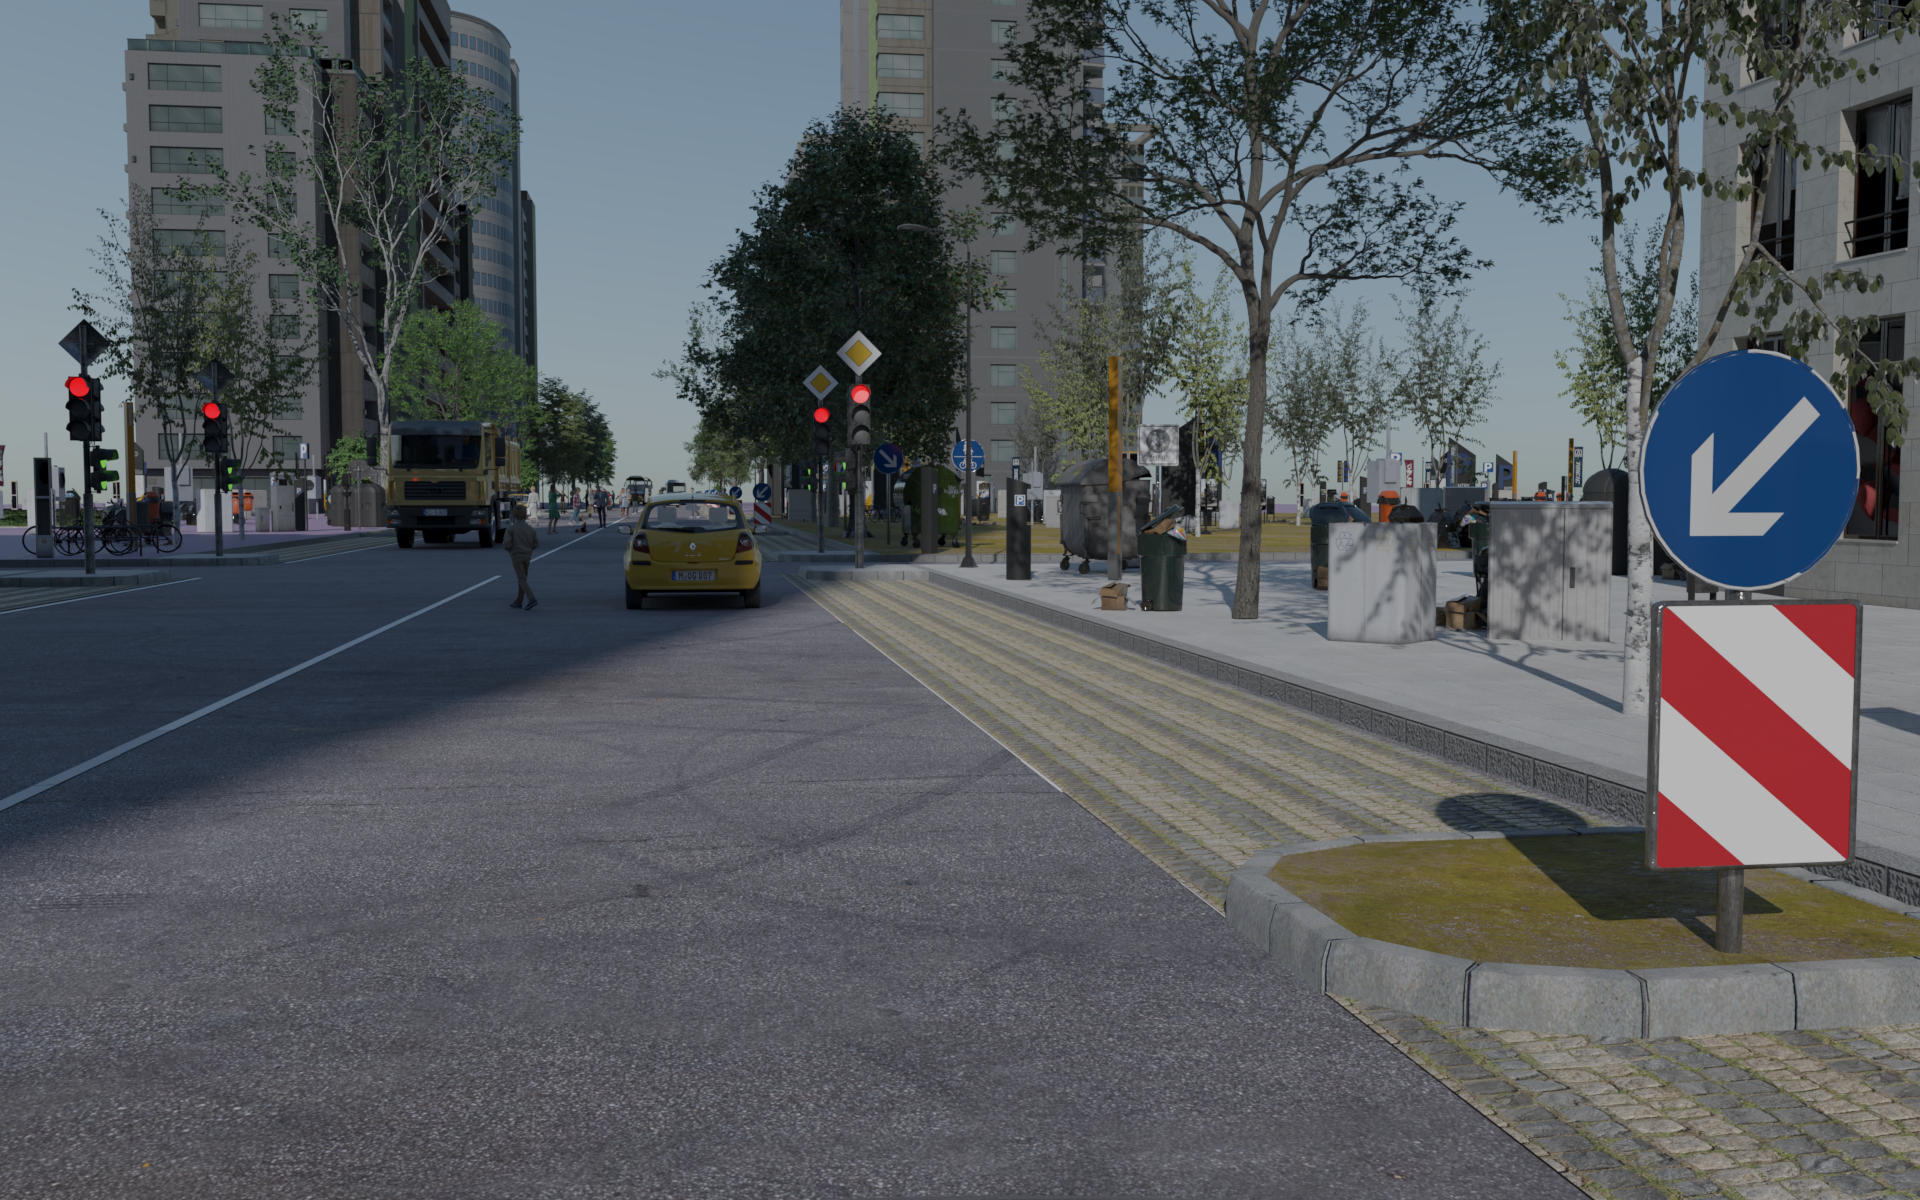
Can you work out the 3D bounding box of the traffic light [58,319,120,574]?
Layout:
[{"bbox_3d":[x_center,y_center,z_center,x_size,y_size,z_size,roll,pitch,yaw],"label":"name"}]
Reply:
[{"bbox_3d":[-14.005,-2.379,27.810,0.839,4.253,0.868,-1,4,-9],"label":"traffic light"}]

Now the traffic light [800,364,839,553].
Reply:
[{"bbox_3d":[-3.049,-2.984,37.704,0.839,4.253,0.868,-1,4,-9],"label":"traffic light"}]

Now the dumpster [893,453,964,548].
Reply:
[{"bbox_3d":[-0.749,-2.402,41.763,1.502,2.255,1.985,-1,4,-9],"label":"dumpster"}]

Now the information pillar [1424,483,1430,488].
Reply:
[{"bbox_3d":[31.406,-6.858,116.617,0.304,2.012,0.304,0,4,-5],"label":"information pillar"}]

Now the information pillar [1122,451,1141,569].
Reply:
[{"bbox_3d":[2.911,-1.551,29.851,0.304,2.012,0.304,-3,4,-36],"label":"information pillar"}]

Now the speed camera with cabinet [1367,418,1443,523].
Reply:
[{"bbox_3d":[11.655,-3.118,45.316,2.038,3.252,0.660,-1,4,-22],"label":"speed camera with cabinet"}]

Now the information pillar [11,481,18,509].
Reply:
[{"bbox_3d":[-53.464,-5.716,97.943,0.304,2.012,0.304,-1,4,-20],"label":"information pillar"}]

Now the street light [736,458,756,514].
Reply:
[{"bbox_3d":[-13.990,-8.636,113.734,1.470,5.913,1.316,-1,4,-9],"label":"street light"}]

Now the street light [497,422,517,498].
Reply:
[{"bbox_3d":[-29.142,-8.486,111.284,1.470,5.913,1.316,-1,4,-9],"label":"street light"}]

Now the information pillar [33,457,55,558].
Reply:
[{"bbox_3d":[-18.409,-1.854,34.805,0.304,2.012,0.304,-1,4,-22],"label":"information pillar"}]

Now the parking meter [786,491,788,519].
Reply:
[{"bbox_3d":[-8.714,-4.914,88.749,0.372,1.533,0.369,0,3,0],"label":"parking meter"}]

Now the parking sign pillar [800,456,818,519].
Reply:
[{"bbox_3d":[-7.621,-5.948,85.724,1.447,3.967,1.447,-1,4,-12],"label":"parking sign pillar"}]

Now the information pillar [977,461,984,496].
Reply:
[{"bbox_3d":[1.313,-7.195,108.985,0.504,3.616,0.183,0,4,7],"label":"information pillar"}]

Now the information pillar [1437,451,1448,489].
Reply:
[{"bbox_3d":[25.768,-6.162,92.104,0.504,3.616,0.183,1,4,23],"label":"information pillar"}]

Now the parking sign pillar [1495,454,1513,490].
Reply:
[{"bbox_3d":[36.465,-7.779,115.660,1.447,3.967,1.447,0,4,-1],"label":"parking sign pillar"}]

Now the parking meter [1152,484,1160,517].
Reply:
[{"bbox_3d":[10.850,-5.512,95.834,0.399,1.863,0.255,1,4,17],"label":"parking meter"}]

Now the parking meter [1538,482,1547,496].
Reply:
[{"bbox_3d":[27.258,-4.610,81.078,0.399,1.863,0.255,-2,4,-34],"label":"parking meter"}]

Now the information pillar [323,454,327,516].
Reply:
[{"bbox_3d":[-36.725,-6.657,100.193,0.183,3.616,0.504,-1,4,-14],"label":"information pillar"}]

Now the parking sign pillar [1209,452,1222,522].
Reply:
[{"bbox_3d":[11.596,-5.598,80.006,1.447,3.967,1.447,-1,4,-22],"label":"parking sign pillar"}]

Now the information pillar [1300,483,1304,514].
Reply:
[{"bbox_3d":[22.107,-6.576,112.008,0.304,2.012,0.304,0,4,8],"label":"information pillar"}]

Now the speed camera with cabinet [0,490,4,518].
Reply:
[{"bbox_3d":[-44.307,-5.135,78.295,0.660,3.252,2.038,1,4,15],"label":"speed camera with cabinet"}]

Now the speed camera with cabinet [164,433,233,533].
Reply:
[{"bbox_3d":[-24.970,-3.821,56.809,0.660,3.252,2.038,3,4,37],"label":"speed camera with cabinet"}]

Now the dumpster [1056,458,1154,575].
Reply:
[{"bbox_3d":[2.367,-1.377,28.277,1.264,1.857,1.865,-1,4,-9],"label":"dumpster"}]

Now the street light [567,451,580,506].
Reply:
[{"bbox_3d":[-41.295,-12.987,184.882,1.470,5.913,1.316,-1,4,-9],"label":"street light"}]

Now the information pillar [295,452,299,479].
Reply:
[{"bbox_3d":[-36.891,-6.428,96.459,0.183,3.616,0.504,0,4,-8],"label":"information pillar"}]

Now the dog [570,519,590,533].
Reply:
[{"bbox_3d":[-14.055,-2.680,64.016,0.748,0.427,0.550,-1,4,-13],"label":"dog"}]

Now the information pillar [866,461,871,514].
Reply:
[{"bbox_3d":[-5.805,-7.246,109.823,0.183,3.616,0.504,-3,5,-40],"label":"information pillar"}]

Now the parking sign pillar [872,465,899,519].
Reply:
[{"bbox_3d":[-3.802,-6.163,89.242,1.447,3.967,1.447,-1,4,-12],"label":"parking sign pillar"}]

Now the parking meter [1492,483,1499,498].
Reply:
[{"bbox_3d":[27.983,-5.191,90.592,0.255,1.863,0.399,0,4,1],"label":"parking meter"}]

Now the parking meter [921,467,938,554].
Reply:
[{"bbox_3d":[-0.654,-1.929,37.247,0.255,1.863,0.399,1,4,22],"label":"parking meter"}]

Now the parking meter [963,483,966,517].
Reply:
[{"bbox_3d":[0.387,-5.471,95.155,0.255,1.863,0.399,2,4,34],"label":"parking meter"}]

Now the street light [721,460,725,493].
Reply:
[{"bbox_3d":[-20.039,-10.903,150.802,1.470,5.913,1.316,-1,4,-9],"label":"street light"}]

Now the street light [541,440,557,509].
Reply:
[{"bbox_3d":[-35.121,-10.733,148.024,1.470,5.913,1.316,-1,4,-9],"label":"street light"}]

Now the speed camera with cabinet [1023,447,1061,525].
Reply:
[{"bbox_3d":[3.624,-4.800,72.821,2.038,3.252,0.660,-2,4,-32],"label":"speed camera with cabinet"}]

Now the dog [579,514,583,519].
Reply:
[{"bbox_3d":[-19.796,-4.257,89.791,0.748,0.427,0.550,-1,4,-10],"label":"dog"}]

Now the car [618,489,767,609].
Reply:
[{"bbox_3d":[-3.554,-0.785,23.057,2.015,1.641,3.980,-1,4,-9],"label":"car"}]

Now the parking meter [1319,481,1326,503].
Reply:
[{"bbox_3d":[16.117,-4.357,76.950,0.255,1.863,0.399,0,4,5],"label":"parking meter"}]

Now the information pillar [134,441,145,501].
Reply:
[{"bbox_3d":[-36.407,-5.227,76.816,0.504,3.616,0.183,1,4,13],"label":"information pillar"}]

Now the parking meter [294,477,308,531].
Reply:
[{"bbox_3d":[-22.963,-3.341,60.343,0.399,1.863,0.255,1,4,12],"label":"parking meter"}]

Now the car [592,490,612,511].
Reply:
[{"bbox_3d":[-31.564,-8.737,151.523,2.281,1.827,5.304,-1,4,-9],"label":"car"}]

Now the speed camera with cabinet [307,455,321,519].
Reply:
[{"bbox_3d":[-33.417,-5.708,87.662,2.038,3.252,0.660,1,4,10],"label":"speed camera with cabinet"}]

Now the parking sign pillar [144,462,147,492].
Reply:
[{"bbox_3d":[-49.341,-7.090,104.400,1.447,3.967,1.447,-2,4,-31],"label":"parking sign pillar"}]

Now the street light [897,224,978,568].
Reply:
[{"bbox_3d":[-0.385,-3.516,30.035,1.470,5.913,1.316,-1,4,-9],"label":"street light"}]

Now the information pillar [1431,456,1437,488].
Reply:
[{"bbox_3d":[28.295,-6.847,103.307,0.504,3.616,0.183,3,5,42],"label":"information pillar"}]

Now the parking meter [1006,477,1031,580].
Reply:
[{"bbox_3d":[0.877,-1.070,25.899,0.372,1.533,0.369,0,3,0],"label":"parking meter"}]

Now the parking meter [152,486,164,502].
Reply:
[{"bbox_3d":[-26.737,-3.019,57.778,0.372,1.533,0.369,0,3,0],"label":"parking meter"}]

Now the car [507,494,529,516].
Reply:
[{"bbox_3d":[-25.894,-5.593,101.670,2.015,1.641,3.980,-1,4,-10],"label":"car"}]

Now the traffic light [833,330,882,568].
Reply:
[{"bbox_3d":[-1.759,-2.502,29.823,0.839,4.253,0.868,-1,4,-9],"label":"traffic light"}]

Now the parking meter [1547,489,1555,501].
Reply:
[{"bbox_3d":[29.278,-4.749,86.055,0.372,1.533,0.369,0,3,0],"label":"parking meter"}]

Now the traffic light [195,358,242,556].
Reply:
[{"bbox_3d":[-15.295,-2.861,35.690,0.839,4.253,0.868,-1,4,-9],"label":"traffic light"}]

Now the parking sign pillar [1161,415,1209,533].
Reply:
[{"bbox_3d":[7.358,-4.231,57.652,1.447,3.967,1.447,0,4,0],"label":"parking sign pillar"}]

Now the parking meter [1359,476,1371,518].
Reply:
[{"bbox_3d":[13.075,-3.063,55.795,0.399,1.863,0.255,0,4,6],"label":"parking meter"}]

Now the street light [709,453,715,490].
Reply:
[{"bbox_3d":[-27.545,-13.682,196.242,1.470,5.913,1.316,-1,4,-9],"label":"street light"}]

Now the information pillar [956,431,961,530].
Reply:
[{"bbox_3d":[-0.058,-4.321,62.007,0.183,3.616,0.504,-1,4,-13],"label":"information pillar"}]

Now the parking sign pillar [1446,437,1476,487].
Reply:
[{"bbox_3d":[23.502,-5.678,81.302,1.447,3.967,1.447,3,4,37],"label":"parking sign pillar"}]

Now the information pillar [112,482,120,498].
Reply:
[{"bbox_3d":[-50.697,-6.092,104.101,0.304,2.012,0.304,1,4,13],"label":"information pillar"}]

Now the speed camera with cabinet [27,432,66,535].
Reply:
[{"bbox_3d":[-29.037,-3.713,55.050,0.660,3.252,2.038,-1,4,-11],"label":"speed camera with cabinet"}]
